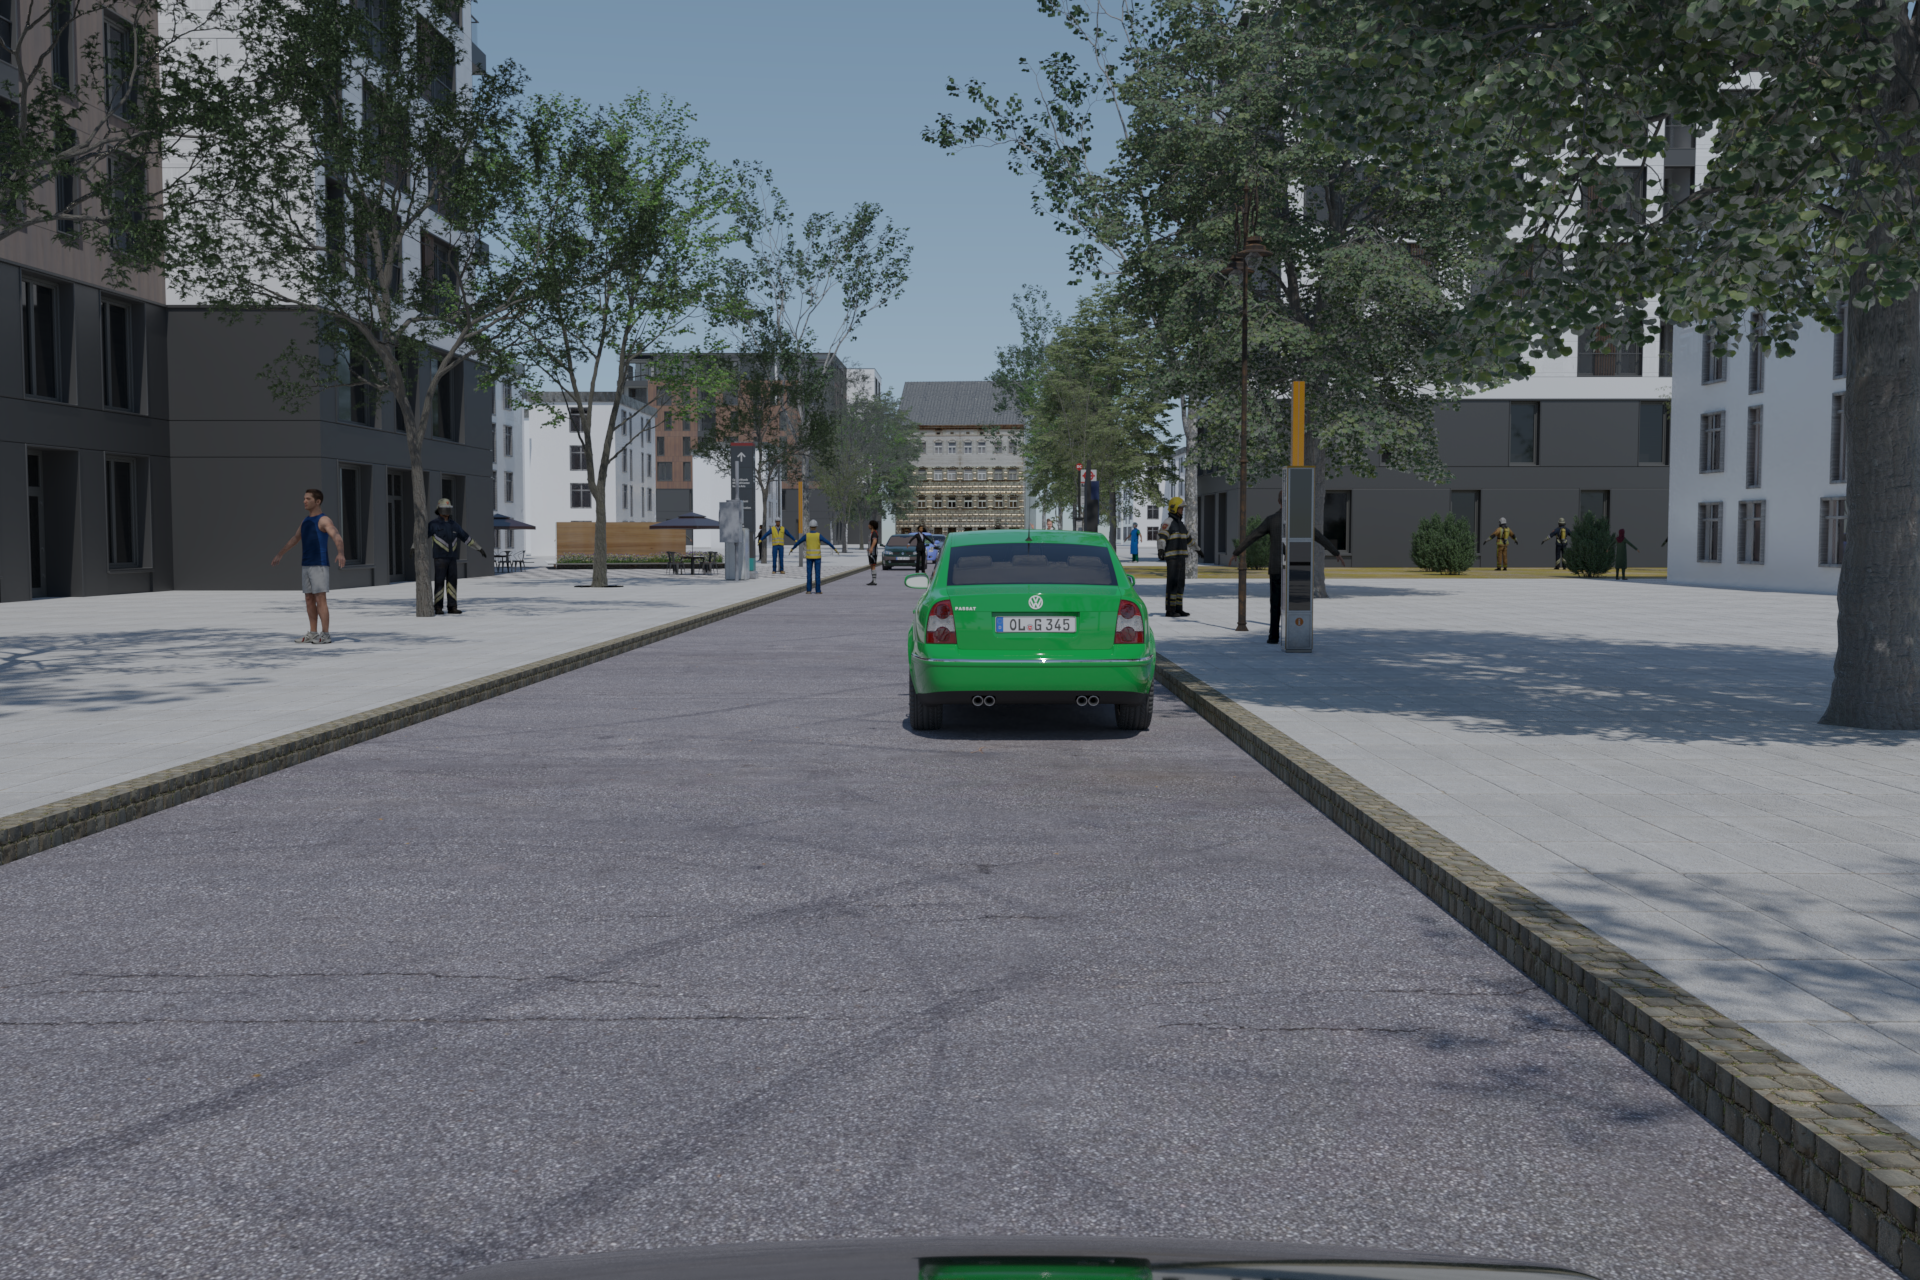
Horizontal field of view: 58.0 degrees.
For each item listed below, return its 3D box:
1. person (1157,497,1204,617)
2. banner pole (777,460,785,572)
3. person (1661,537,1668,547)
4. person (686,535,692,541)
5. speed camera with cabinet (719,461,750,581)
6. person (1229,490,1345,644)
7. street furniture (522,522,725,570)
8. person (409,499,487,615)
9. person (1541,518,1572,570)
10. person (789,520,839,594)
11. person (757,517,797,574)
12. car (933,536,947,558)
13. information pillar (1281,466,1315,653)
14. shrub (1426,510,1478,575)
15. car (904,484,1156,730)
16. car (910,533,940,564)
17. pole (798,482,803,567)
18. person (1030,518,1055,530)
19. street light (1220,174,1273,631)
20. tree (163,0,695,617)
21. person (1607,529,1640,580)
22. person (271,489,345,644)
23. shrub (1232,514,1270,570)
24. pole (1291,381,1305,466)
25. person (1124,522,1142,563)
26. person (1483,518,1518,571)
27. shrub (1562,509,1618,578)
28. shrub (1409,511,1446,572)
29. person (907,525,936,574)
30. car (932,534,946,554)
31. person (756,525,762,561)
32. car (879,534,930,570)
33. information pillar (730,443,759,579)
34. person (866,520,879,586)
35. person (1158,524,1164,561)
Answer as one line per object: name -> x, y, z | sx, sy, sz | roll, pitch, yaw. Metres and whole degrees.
person -> 3.365, -1.287, 26.807 | 0.704, 1.858, 1.351 | 3, 4, 36
banner pole -> -6.090, -4.188, 58.488 | 0.401, 3.779, 0.863 | 0, 3, 0
person -> 20.633, -2.675, 49.875 | 0.704, 1.812, 1.346 | 0, 4, -6
person -> -12.994, -4.489, 79.661 | 1.348, 1.796, 0.705 | -2, 4, -24
speed camera with cabinet -> -6.228, -3.266, 47.740 | 0.660, 3.252, 2.038 | 0, 4, 0
person -> 3.805, -0.859, 20.229 | 1.348, 1.807, 0.705 | 1, 4, 15
street furniture -> -11.755, -3.575, 65.309 | 11.010, 1.723, 9.812 | -1, 4, -14
person -> -8.214, -1.334, 27.680 | 0.704, 1.845, 1.351 | 3, 5, 43
person -> 21.606, -3.454, 62.260 | 1.354, 1.856, 0.705 | 0, 4, 3
person -> -3.496, -1.988, 41.430 | 1.216, 1.772, 0.721 | 0, 4, 1
person -> -5.859, -3.047, 55.787 | 1.349, 1.833, 0.705 | -1, 4, -13
car -> 0.150, -2.758, 54.874 | 2.009, 1.686, 4.222 | 0, 4, 0
information pillar -> 3.662, -0.874, 18.782 | 0.304, 2.012, 0.304 | 0, 4, 1
shrub -> 15.385, -3.043, 54.180 | 1.690, 2.028, 1.600 | 0, 3, 0
car -> 0.509, -0.320, 14.028 | 1.959, 1.807, 4.718 | 0, 4, 0
car -> -1.946, -4.557, 84.102 | 1.945, 1.707, 3.694 | 0, 4, 0
pole -> -6.208, -4.508, 67.543 | 0.158, 3.312, 0.155 | 0, 3, 0
person -> 2.381, -2.588, 49.164 | 0.742, 1.727, 0.445 | -1, 4, -14
street light -> 3.729, -3.055, 22.729 | 0.468, 5.910, 1.993 | 0, 4, 1
tree -> -8.311, -5.655, 26.879 | 8.767, 10.594, 7.601 | 0, 4, -7
person -> 18.569, -2.405, 48.541 | 0.599, 1.438, 0.989 | -3, 4, -38
person -> -7.569, -0.862, 20.267 | 1.345, 1.807, 0.704 | 2, 4, 35
shrub -> 10.573, -3.509, 61.792 | 1.690, 2.028, 1.600 | 0, 3, 0
pole -> 4.524, -1.800, 23.275 | 0.158, 3.312, 0.155 | 0, 3, 0
person -> 7.755, -4.339, 77.070 | 0.704, 1.817, 1.347 | -2, 4, -29
person -> 18.951, -3.352, 60.577 | 1.354, 1.858, 0.705 | -1, 4, -15
shrub -> 18.653, -2.863, 51.234 | 1.690, 2.028, 1.600 | 0, 3, 0
shrub -> 16.090, -3.350, 58.816 | 1.661, 2.075, 1.752 | 0, 3, 0
person -> -1.362, -3.205, 61.583 | 1.216, 1.740, 0.721 | -2, 4, -30
car -> -1.568, -6.000, 110.097 | 2.014, 1.417, 4.499 | 0, 4, 0
person -> -9.682, -4.706, 83.672 | 0.721, 1.740, 1.216 | 1, 4, 17
car -> -2.207, -3.663, 69.676 | 2.009, 1.686, 4.222 | 0, 4, 1
information pillar -> -6.170, -3.668, 49.350 | 0.750, 3.857, 0.750 | 0, 4, 0
person -> -2.456, -2.429, 48.318 | 0.704, 1.843, 1.345 | 0, 4, -6
person -> 9.690, -4.696, 83.006 | 0.704, 1.802, 1.346 | 0, 4, 0
